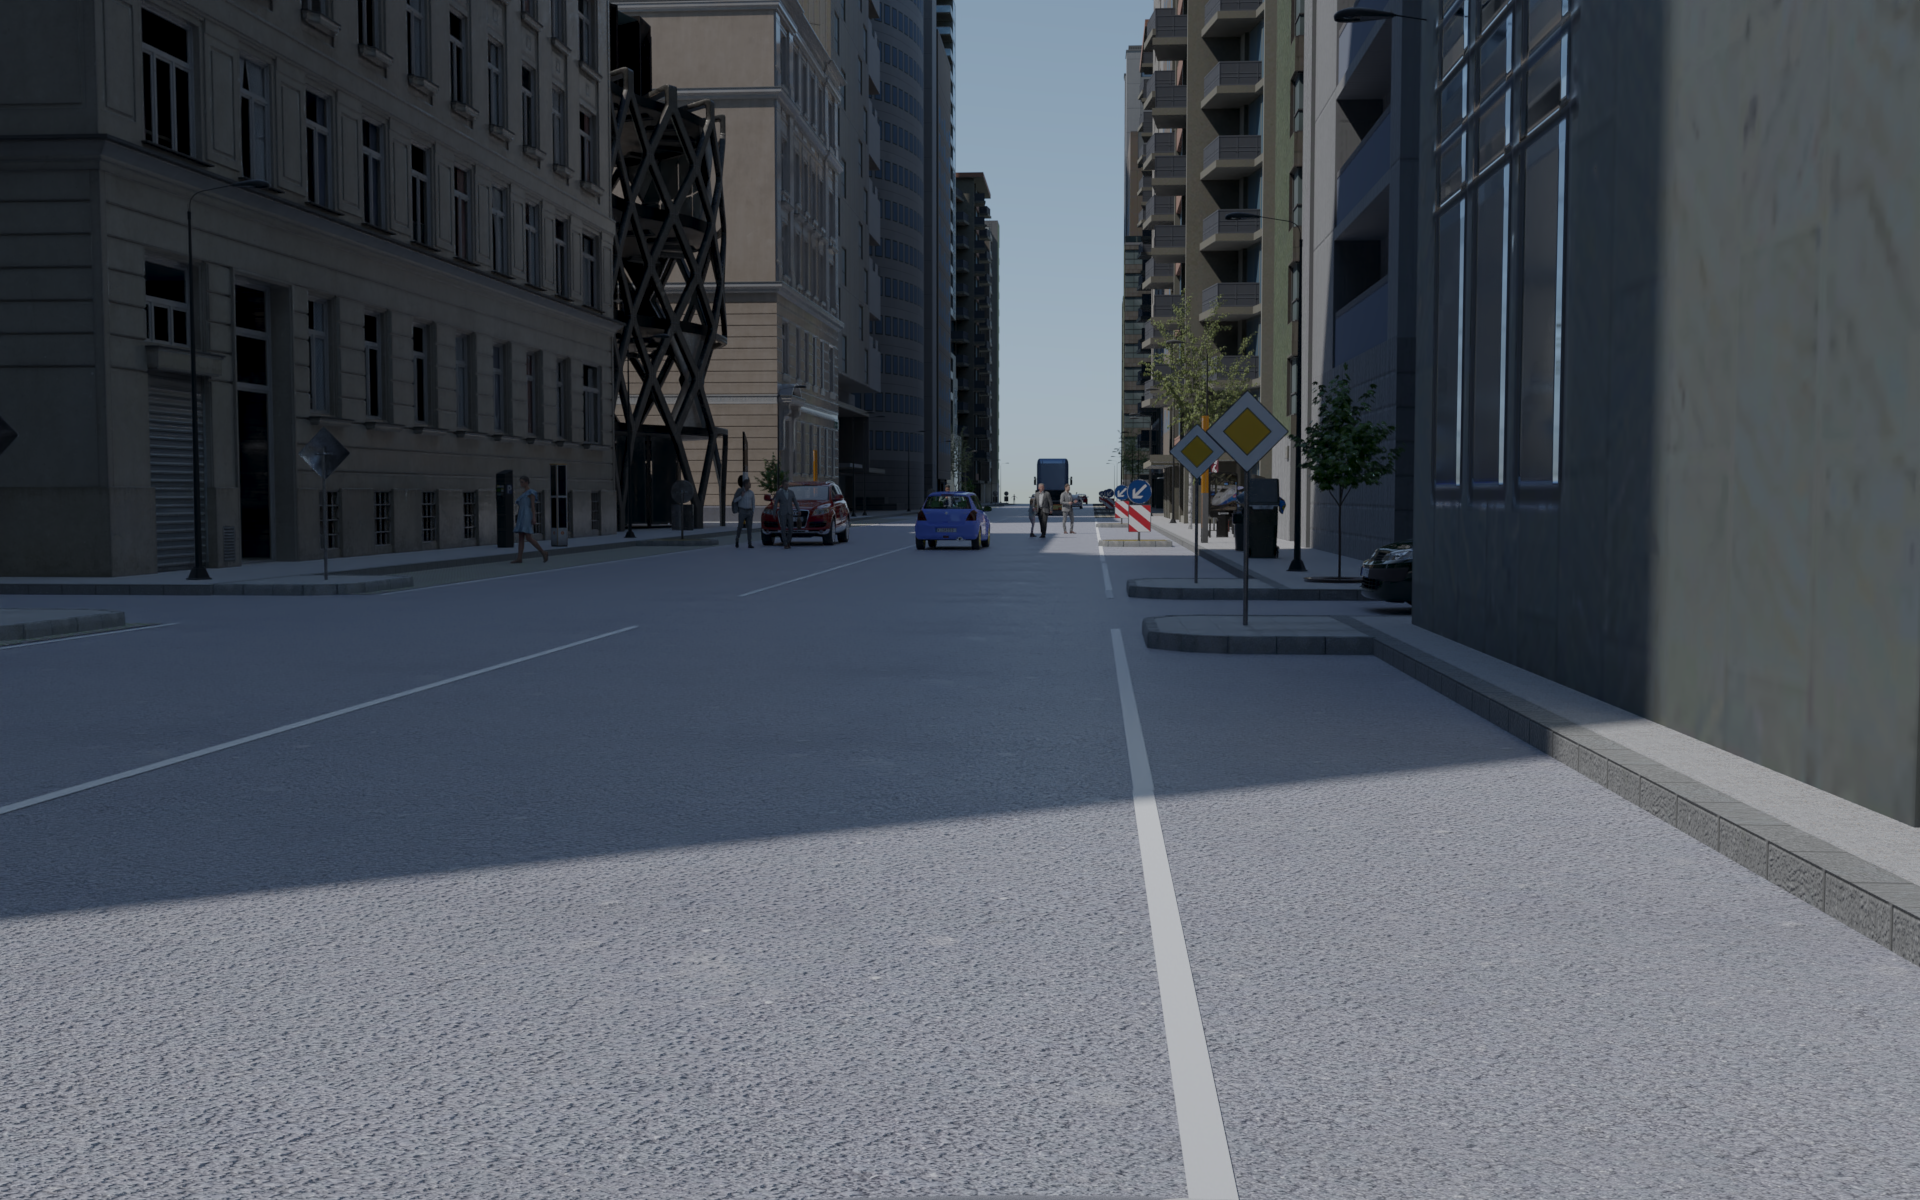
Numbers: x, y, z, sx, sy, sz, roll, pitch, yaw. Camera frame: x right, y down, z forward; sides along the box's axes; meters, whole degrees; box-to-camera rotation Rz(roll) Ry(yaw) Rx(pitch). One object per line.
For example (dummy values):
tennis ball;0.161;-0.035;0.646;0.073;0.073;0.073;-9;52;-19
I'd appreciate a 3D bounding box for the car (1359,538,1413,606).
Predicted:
car;7.005;-0.683;20.959;4.222;1.686;2.009;0;4;4

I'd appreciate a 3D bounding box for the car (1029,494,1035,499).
car;9.636;-12.631;215.561;2.155;1.783;4.494;0;4;4

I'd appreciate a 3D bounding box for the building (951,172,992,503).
building;-7.297;-35.219;230.457;22.147;44.769;28.867;0;4;4

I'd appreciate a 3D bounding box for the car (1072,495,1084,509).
car;11.008;-9.556;168.609;2.083;1.381;4.827;0;4;5

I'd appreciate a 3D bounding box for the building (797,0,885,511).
building;-19.947;-32.191;115.560;28.713;52.752;27.495;0;4;4

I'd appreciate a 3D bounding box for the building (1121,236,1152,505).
building;25.321;-25.858;194.473;14.160;30.474;14.107;0;4;4

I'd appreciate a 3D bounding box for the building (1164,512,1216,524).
building;19.925;-26.095;81.270;22.147;44.769;28.867;0;4;4

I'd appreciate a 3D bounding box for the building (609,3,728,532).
building;-17.519;-12.083;65.007;16.820;18.784;16.811;0;4;4

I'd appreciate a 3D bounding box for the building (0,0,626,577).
building;-19.204;-12.683;40.646;16.112;22.955;30.059;0;4;4

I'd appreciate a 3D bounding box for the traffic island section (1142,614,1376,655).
traffic island section;2.809;0.327;16.934;2.009;0.180;2.903;0;4;4

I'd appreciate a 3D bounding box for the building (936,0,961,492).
building;-10.604;-54.221;199.182;22.319;86.520;31.000;0;4;4

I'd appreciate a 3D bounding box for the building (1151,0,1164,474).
building;28.447;-33.125;130.840;28.713;52.752;27.495;0;4;4

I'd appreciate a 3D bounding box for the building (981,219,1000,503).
building;-1.626;-34.769;252.059;14.154;41.232;14.086;0;4;4

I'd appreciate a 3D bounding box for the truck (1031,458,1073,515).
truck;6.575;-8.240;124.475;2.967;4.110;18.799;0;4;4

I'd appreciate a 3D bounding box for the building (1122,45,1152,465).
building;32.141;-42.014;228.931;21.231;58.520;28.212;0;4;4

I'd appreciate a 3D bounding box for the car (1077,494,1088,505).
car;16.719;-14.066;239.021;2.155;1.783;4.494;0;4;2

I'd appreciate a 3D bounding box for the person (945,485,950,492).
person;-0.451;-3.385;64.186;0.721;1.781;0.623;3;5;42

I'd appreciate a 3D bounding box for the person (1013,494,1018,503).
person;7.814;-14.531;249.307;0.991;1.433;0.599;-1;4;-10

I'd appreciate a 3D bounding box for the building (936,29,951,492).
building;-8.335;-31.525;165.542;14.600;45.320;14.200;0;4;4

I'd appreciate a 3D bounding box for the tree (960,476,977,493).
tree;0.986;-12.009;190.953;1.663;3.219;1.824;0;3;0

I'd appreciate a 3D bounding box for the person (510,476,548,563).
person;-8.938;-1.663;35.784;0.778;1.811;0.616;-2;4;-29

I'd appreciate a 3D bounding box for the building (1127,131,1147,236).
building;27.160;-34.151;208.483;14.600;45.320;14.200;0;4;4

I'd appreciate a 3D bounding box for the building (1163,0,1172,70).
building;20.183;-28.178;110.823;14.600;45.320;14.200;0;4;4

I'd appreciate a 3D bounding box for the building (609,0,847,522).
building;-13.776;-18.537;88.989;13.634;28.700;20.117;0;4;4

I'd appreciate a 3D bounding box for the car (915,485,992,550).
car;-0.156;-2.220;45.896;1.945;1.707;3.694;0;4;6

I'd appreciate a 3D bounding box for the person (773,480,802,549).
person;-4.532;-2.249;45.384;0.709;1.813;0.853;-2;4;-27

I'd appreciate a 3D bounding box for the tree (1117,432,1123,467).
tree;18.408;-14.243;183.230;4.737;8.622;4.395;0;3;0

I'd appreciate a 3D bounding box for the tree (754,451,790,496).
tree;-8.491;-5.095;77.912;1.663;3.219;1.824;0;3;0

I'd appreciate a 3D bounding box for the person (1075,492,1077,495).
person;16.631;-14.468;245.855;0.445;1.727;0.742;3;5;42

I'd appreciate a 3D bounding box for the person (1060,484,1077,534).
person;3.945;-3.294;62.554;0.583;1.804;0.606;3;5;42

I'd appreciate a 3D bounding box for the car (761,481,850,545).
car;-4.421;-2.530;50.036;2.281;1.827;5.304;0;4;3

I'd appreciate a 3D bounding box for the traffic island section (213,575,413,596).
traffic island section;-9.491;-0.220;25.876;2.009;0.180;2.903;0;4;4

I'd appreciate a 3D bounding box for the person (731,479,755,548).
person;-5.749;-2.288;46.005;0.679;1.850;0.850;-2;4;-33

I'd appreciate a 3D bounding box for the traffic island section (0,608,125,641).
traffic island section;-10.095;0.267;17.913;2.009;0.180;2.903;0;4;4

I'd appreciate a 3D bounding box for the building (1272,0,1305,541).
building;16.472;-17.171;52.450;14.160;30.474;14.107;0;4;4

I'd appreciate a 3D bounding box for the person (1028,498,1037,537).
person;2.441;-2.759;57.883;0.394;1.301;0.425;-3;5;-40

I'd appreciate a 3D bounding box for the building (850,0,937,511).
building;-13.662;-36.810;143.842;21.231;58.520;28.212;0;4;4

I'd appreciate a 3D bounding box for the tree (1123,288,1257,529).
tree;8.645;-6.886;62.956;4.737;8.622;4.395;0;3;0

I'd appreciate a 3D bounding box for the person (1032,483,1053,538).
person;2.676;-2.916;56.568;0.661;1.777;0.834;1;4;12

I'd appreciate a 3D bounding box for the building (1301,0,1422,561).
building;21.788;-29.941;31.539;28.212;58.520;21.231;0;4;4

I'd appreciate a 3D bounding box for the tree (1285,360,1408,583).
tree;5.544;-1.869;25.152;1.663;3.219;1.824;0;3;0

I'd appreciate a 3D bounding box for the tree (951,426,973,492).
tree;-0.443;-13.915;177.865;4.360;8.622;3.978;0;3;0

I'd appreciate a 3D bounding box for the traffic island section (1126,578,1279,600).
traffic island section;3.413;-0.160;24.896;2.009;0.180;2.903;0;4;4

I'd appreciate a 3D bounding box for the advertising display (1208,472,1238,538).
advertising display;7.746;-2.806;51.091;0.974;1.923;0.123;-2;4;-24
